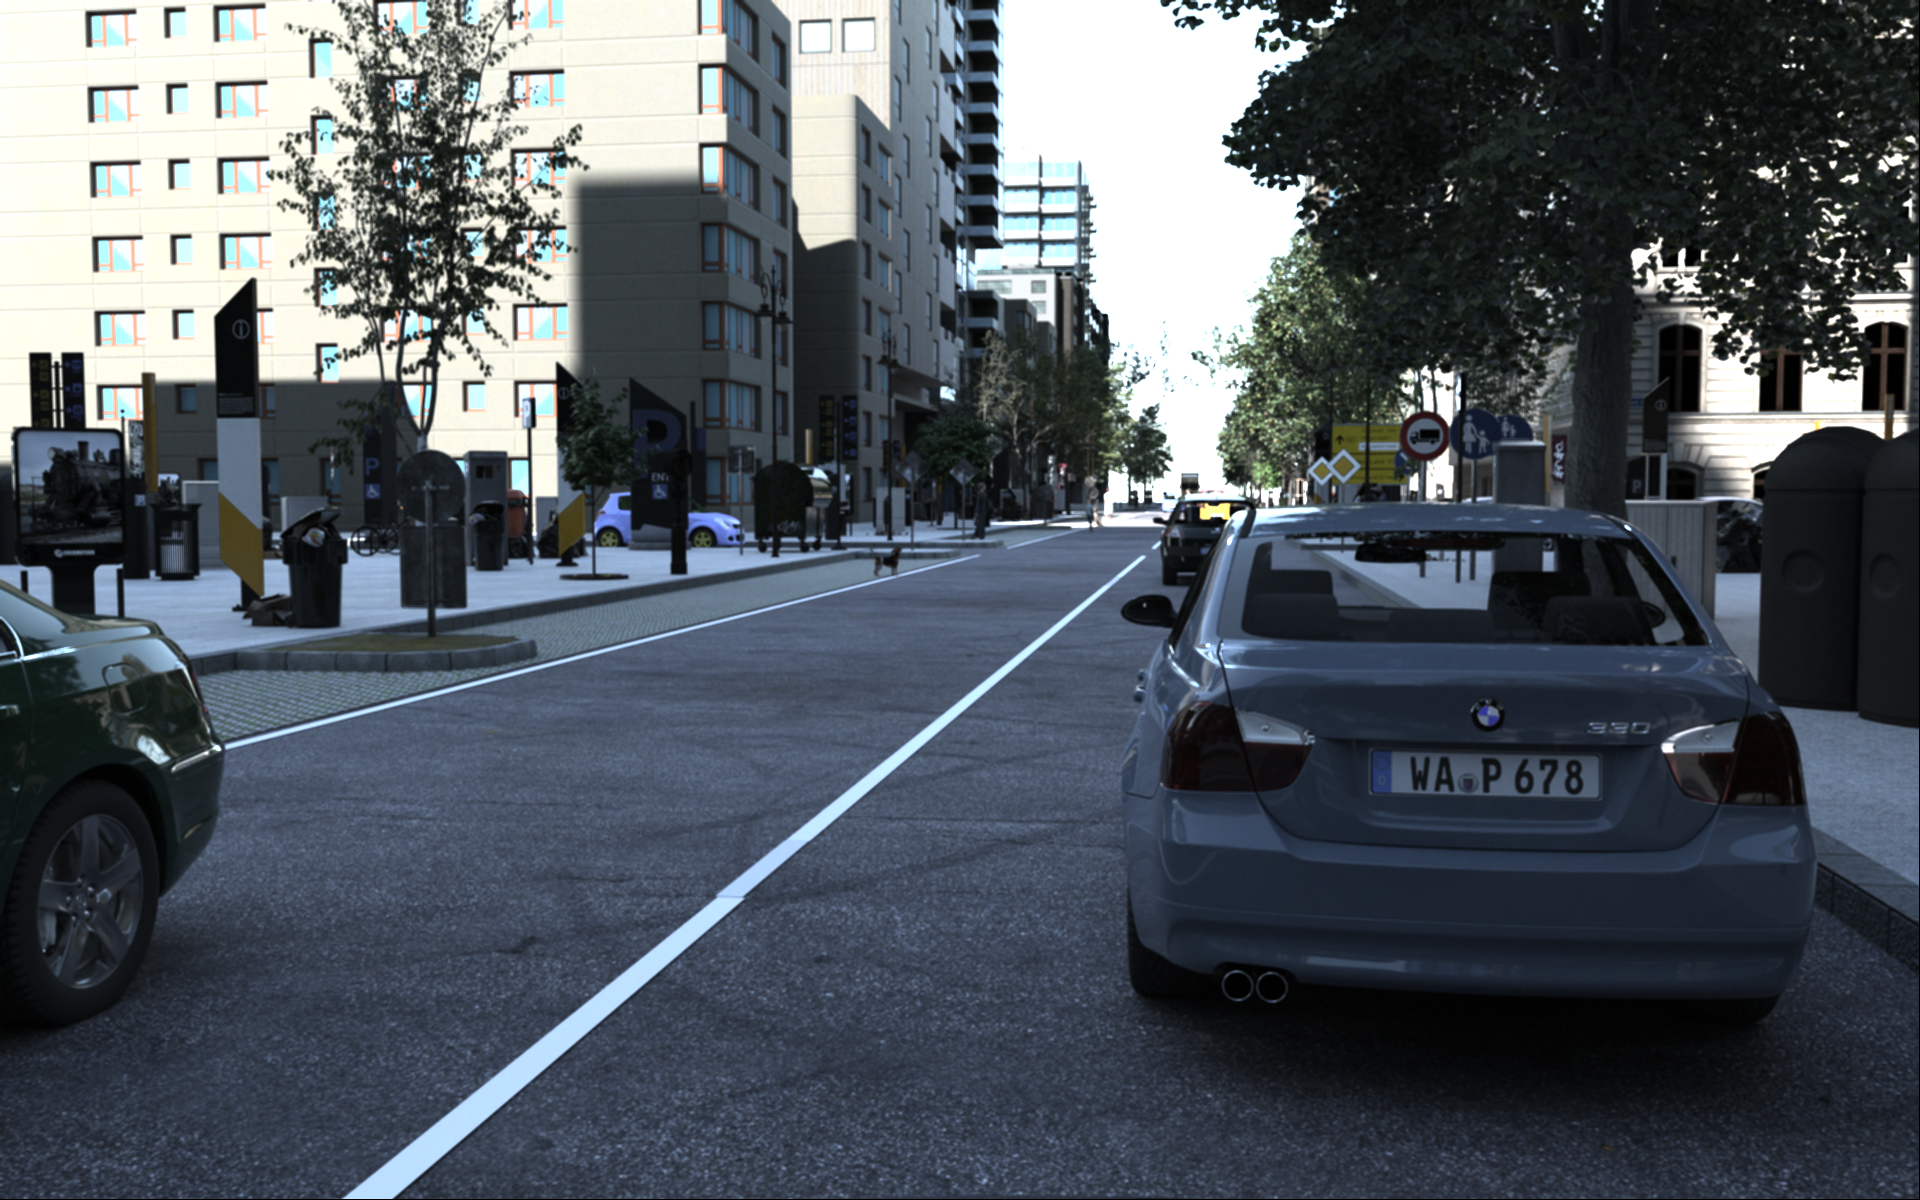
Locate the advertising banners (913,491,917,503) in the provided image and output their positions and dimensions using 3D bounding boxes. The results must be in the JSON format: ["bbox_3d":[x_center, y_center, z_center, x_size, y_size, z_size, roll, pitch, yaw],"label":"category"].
[{"bbox_3d":[-2.459,-5.800,91.025,2.074,3.025,0.090,1,4,18],"label":"advertising banners"}]

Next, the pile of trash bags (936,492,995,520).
[{"bbox_3d":[0.171,-4.753,87.466,3.447,1.369,1.912,1,4,14],"label":"pile of trash bags"}]

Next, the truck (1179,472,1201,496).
[{"bbox_3d":[30.106,-14.549,226.787,2.839,4.237,11.283,0,4,8],"label":"truck"}]

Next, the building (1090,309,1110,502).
[{"bbox_3d":[15.590,-30.281,266.797,14.160,30.474,14.107,1,4,8],"label":"building"}]

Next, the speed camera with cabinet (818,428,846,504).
[{"bbox_3d":[-4.475,-3.534,52.117,2.038,3.252,0.660,2,4,24],"label":"speed camera with cabinet"}]

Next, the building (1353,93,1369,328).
[{"bbox_3d":[41.031,-28.502,149.606,14.154,41.232,14.086,1,4,8],"label":"building"}]

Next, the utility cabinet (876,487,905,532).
[{"bbox_3d":[-2.328,-3.009,57.872,0.318,1.500,1.173,3,4,38],"label":"utility cabinet"}]

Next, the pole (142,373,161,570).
[{"bbox_3d":[-13.630,-2.162,29.189,0.158,3.312,0.155,0,3,0],"label":"pole"}]

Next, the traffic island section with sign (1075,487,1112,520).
[{"bbox_3d":[7.453,-5.375,96.502,1.989,1.847,2.006,1,4,8],"label":"traffic island section with sign"}]

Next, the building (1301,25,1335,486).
[{"bbox_3d":[60.803,-50.488,263.728,20.563,71.187,20.611,1,4,8],"label":"building"}]

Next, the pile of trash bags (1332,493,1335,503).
[{"bbox_3d":[26.005,-6.387,114.171,3.447,1.369,1.912,-1,4,-12],"label":"pile of trash bags"}]

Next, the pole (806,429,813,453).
[{"bbox_3d":[-4.743,-3.712,54.533,0.158,3.312,0.155,0,3,0],"label":"pole"}]

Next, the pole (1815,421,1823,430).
[{"bbox_3d":[23.870,-3.326,48.226,0.158,3.312,0.155,0,3,0],"label":"pole"}]

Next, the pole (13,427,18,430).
[{"bbox_3d":[-28.684,-3.601,52.720,0.158,3.312,0.155,0,3,0],"label":"pole"}]

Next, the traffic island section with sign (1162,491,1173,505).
[{"bbox_3d":[26.888,-13.316,226.338,1.989,1.847,2.006,1,4,8],"label":"traffic island section with sign"}]

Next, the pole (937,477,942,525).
[{"bbox_3d":[-0.849,-4.725,71.091,0.158,3.312,0.155,0,3,0],"label":"pole"}]

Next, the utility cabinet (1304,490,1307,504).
[{"bbox_3d":[19.750,-5.427,97.408,0.318,1.500,1.173,3,4,37],"label":"utility cabinet"}]

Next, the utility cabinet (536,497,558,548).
[{"bbox_3d":[-9.478,-1.818,40.880,1.020,1.237,0.306,-1,4,-15],"label":"utility cabinet"}]

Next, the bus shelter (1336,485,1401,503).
[{"bbox_3d":[12.592,-3.646,53.531,2.014,3.302,5.546,1,4,8],"label":"bus shelter"}]

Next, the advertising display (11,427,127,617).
[{"bbox_3d":[-8.649,-0.712,16.850,0.974,1.923,0.123,-3,4,-39],"label":"advertising display"}]

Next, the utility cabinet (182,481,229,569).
[{"bbox_3d":[-12.621,-1.281,29.622,1.173,1.500,0.318,-2,4,-35],"label":"utility cabinet"}]

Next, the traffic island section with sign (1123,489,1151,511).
[{"bbox_3d":[14.662,-8.320,144.656,1.989,1.847,2.006,1,4,8],"label":"traffic island section with sign"}]

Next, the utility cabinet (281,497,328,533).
[{"bbox_3d":[-15.475,-1.820,40.913,0.306,1.237,1.020,3,5,42],"label":"utility cabinet"}]

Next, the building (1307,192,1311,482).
[{"bbox_3d":[59.268,-37.853,238.497,23.786,49.044,30.456,1,4,8],"label":"building"}]

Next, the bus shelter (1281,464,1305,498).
[{"bbox_3d":[21.521,-7.435,112.840,1.731,3.624,6.357,1,4,8],"label":"bus shelter"}]

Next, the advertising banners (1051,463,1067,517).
[{"bbox_3d":[5.066,-6.234,98.112,2.074,3.025,0.090,-1,4,-9],"label":"advertising banners"}]

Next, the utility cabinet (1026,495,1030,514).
[{"bbox_3d":[4.061,-5.137,95.153,1.020,1.237,0.306,-2,4,-25],"label":"utility cabinet"}]

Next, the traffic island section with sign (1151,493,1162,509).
[{"bbox_3d":[18.780,-10.002,172.155,1.989,1.847,2.006,1,4,8],"label":"traffic island section with sign"}]

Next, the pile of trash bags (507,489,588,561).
[{"bbox_3d":[-8.559,-1.519,34.590,1.912,1.369,3.447,0,4,-2],"label":"pile of trash bags"}]

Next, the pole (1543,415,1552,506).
[{"bbox_3d":[15.156,-3.115,44.767,0.158,3.312,0.155,0,3,0],"label":"pole"}]

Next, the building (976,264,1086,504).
[{"bbox_3d":[8.614,-27.550,222.140,14.160,30.474,14.107,1,4,8],"label":"building"}]

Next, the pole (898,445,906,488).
[{"bbox_3d":[-2.344,-4.745,71.419,0.158,3.312,0.155,0,3,0],"label":"pole"}]

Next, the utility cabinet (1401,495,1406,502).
[{"bbox_3d":[21.085,-4.342,82.159,0.306,1.237,1.020,-2,4,-27],"label":"utility cabinet"}]

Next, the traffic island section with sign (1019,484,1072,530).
[{"bbox_3d":[3.468,-3.739,69.762,1.989,1.847,2.006,1,4,8],"label":"traffic island section with sign"}]

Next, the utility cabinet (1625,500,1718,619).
[{"bbox_3d":[7.303,-0.419,18.016,0.306,1.237,1.020,-3,5,-40],"label":"utility cabinet"}]

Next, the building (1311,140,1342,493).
[{"bbox_3d":[51.185,-34.665,216.880,14.600,45.320,14.200,1,4,8],"label":"building"}]

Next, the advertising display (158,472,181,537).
[{"bbox_3d":[-23.584,-2.822,51.361,0.123,1.923,0.974,2,4,33],"label":"advertising display"}]

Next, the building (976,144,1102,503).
[{"bbox_3d":[7.829,-38.200,244.177,23.786,49.044,30.456,1,4,8],"label":"building"}]

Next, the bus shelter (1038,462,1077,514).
[{"bbox_3d":[6.362,-7.270,112.787,2.014,3.302,5.546,1,4,9],"label":"bus shelter"}]

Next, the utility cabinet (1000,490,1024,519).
[{"bbox_3d":[2.660,-4.885,88.540,1.173,1.500,0.318,0,4,1],"label":"utility cabinet"}]

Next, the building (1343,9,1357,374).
[{"bbox_3d":[48.231,-38.375,169.435,21.231,58.520,28.212,1,4,8],"label":"building"}]

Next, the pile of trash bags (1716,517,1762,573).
[{"bbox_3d":[13.844,-1.149,28.544,3.447,1.369,1.912,1,4,15],"label":"pile of trash bags"}]

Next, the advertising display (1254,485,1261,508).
[{"bbox_3d":[20.421,-6.955,118.927,0.123,1.923,0.974,-1,4,-10],"label":"advertising display"}]

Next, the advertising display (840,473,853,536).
[{"bbox_3d":[-3.658,-2.937,53.241,0.974,1.923,0.123,3,5,41],"label":"advertising display"}]

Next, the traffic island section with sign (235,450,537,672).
[{"bbox_3d":[-4.754,-0.378,14.812,1.989,1.847,2.006,1,4,8],"label":"traffic island section with sign"}]

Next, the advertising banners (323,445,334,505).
[{"bbox_3d":[-20.574,-3.687,56.465,0.090,3.025,2.074,-2,4,-27],"label":"advertising banners"}]

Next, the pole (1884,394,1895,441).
[{"bbox_3d":[18.947,-2.541,35.394,0.158,3.312,0.155,0,3,0],"label":"pole"}]

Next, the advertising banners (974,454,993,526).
[{"bbox_3d":[1.004,-4.559,70.727,0.090,3.025,2.074,2,4,24],"label":"advertising banners"}]
